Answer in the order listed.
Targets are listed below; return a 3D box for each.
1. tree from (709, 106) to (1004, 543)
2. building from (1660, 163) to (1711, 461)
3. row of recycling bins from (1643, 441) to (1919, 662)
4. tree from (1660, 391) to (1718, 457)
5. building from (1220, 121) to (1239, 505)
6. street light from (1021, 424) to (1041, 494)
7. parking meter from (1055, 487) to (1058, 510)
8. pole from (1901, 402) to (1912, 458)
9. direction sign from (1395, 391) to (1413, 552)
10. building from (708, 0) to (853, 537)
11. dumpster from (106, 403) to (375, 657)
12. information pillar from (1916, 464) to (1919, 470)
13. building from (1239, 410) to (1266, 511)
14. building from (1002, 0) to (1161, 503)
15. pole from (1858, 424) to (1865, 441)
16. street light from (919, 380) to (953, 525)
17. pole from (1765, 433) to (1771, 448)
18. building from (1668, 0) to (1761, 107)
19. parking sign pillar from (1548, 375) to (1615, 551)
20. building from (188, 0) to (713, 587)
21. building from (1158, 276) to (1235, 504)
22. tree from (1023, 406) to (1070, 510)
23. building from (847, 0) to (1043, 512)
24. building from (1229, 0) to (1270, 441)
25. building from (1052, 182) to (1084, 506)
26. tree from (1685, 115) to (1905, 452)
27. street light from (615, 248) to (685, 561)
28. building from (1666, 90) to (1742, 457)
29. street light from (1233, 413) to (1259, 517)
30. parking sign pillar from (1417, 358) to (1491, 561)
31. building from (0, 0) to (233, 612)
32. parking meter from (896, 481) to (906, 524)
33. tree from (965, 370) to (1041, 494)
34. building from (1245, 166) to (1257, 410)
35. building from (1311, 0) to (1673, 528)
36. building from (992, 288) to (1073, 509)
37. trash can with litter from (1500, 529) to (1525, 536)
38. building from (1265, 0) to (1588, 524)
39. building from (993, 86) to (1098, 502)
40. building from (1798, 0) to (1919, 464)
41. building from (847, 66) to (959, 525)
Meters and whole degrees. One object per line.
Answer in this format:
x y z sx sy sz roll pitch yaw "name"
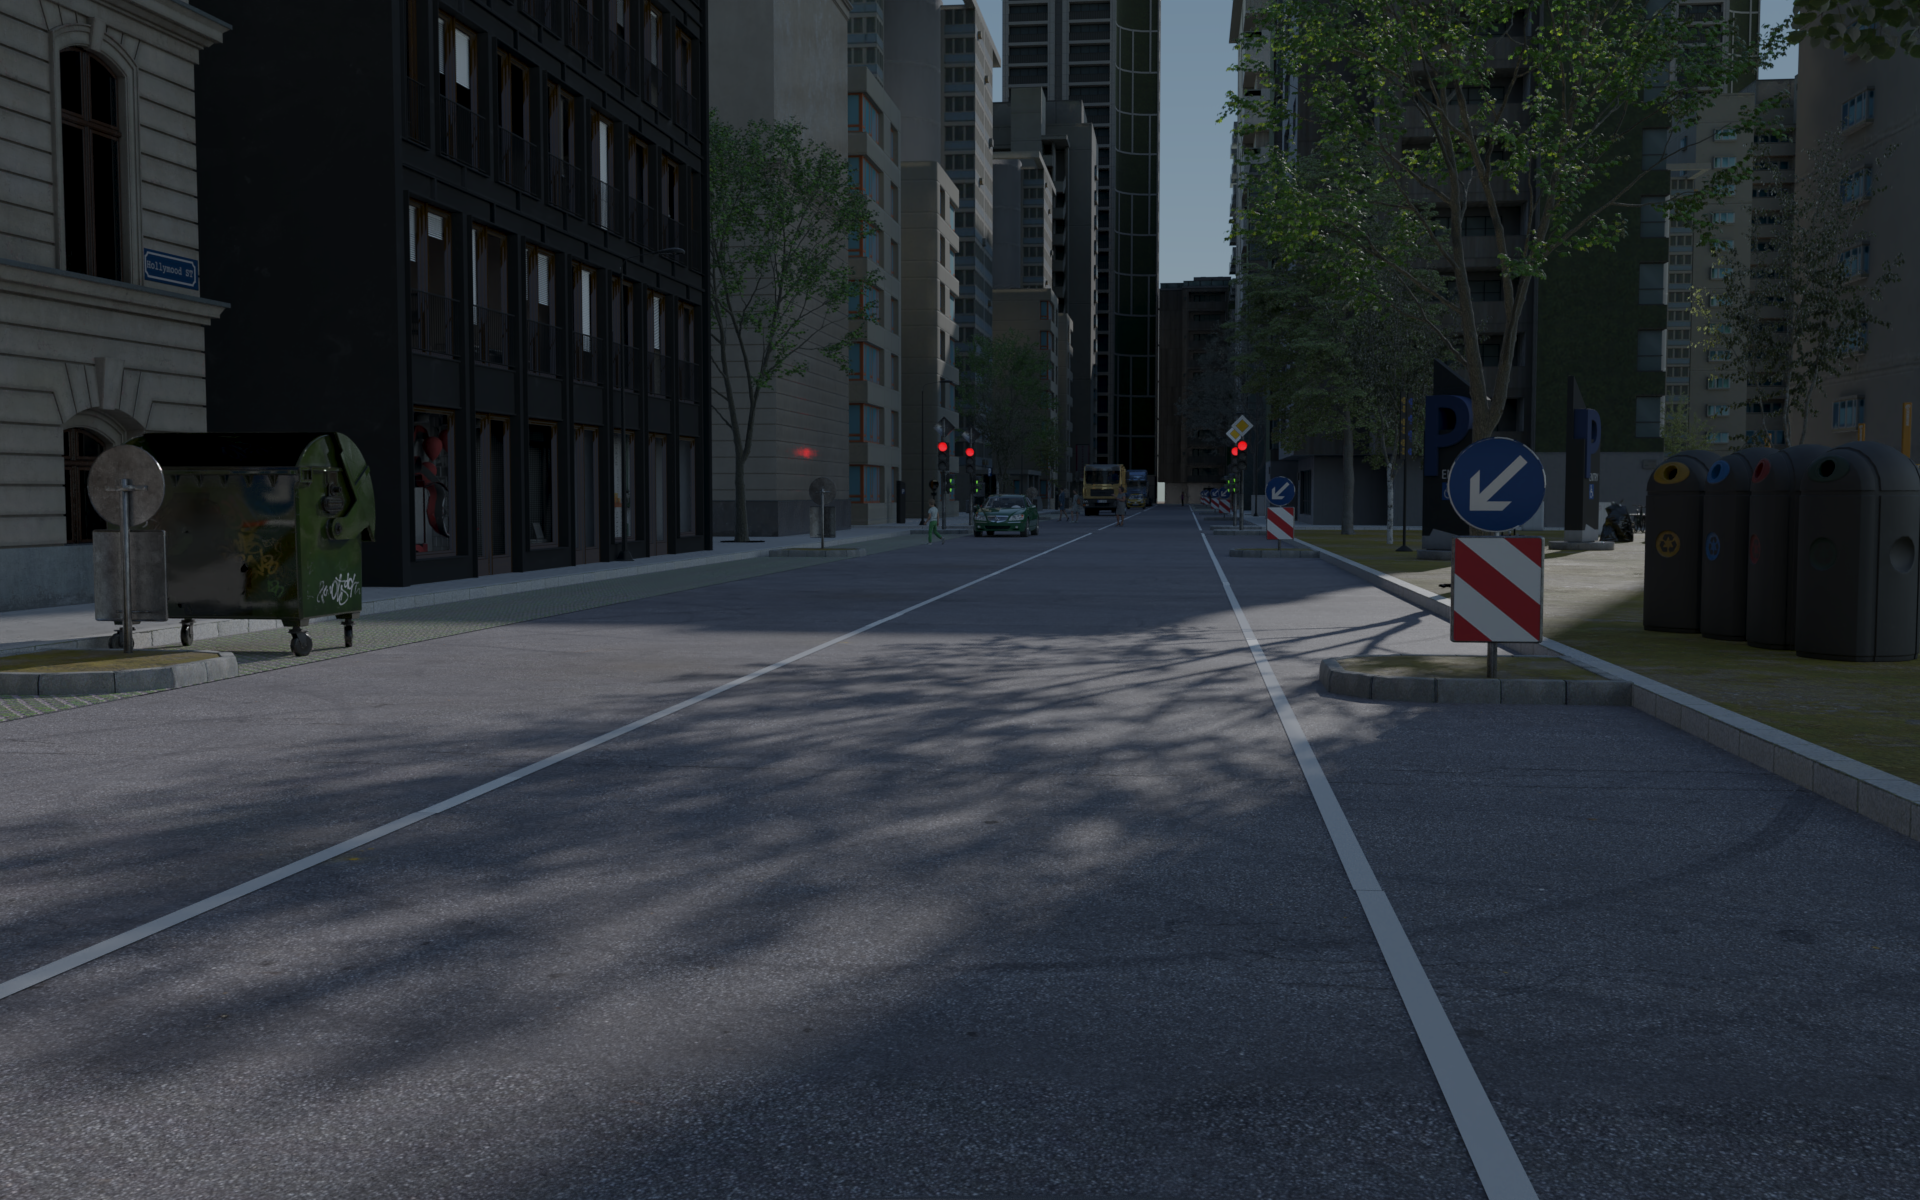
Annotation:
-5.740 -7.340 45.762 9.928 11.665 9.643 0 3 0 "tree"
68.558 -30.954 197.980 23.993 40.220 32.217 0 4 7 "building"
6.999 -0.476 14.903 1.069 1.692 3.534 0 4 -3 "row of recycling bins"
51.129 -10.544 122.757 4.737 8.622 4.395 0 3 0 "tree"
42.710 -35.603 201.716 23.786 49.044 30.456 0 4 7 "building"
4.626 -8.676 114.401 1.470 5.913 1.316 0 4 7 "street light"
7.763 -8.167 139.243 0.255 1.863 0.399 0 4 1 "parking meter"
21.087 -2.741 38.652 0.158 3.312 0.155 0 3 0 "pole"
9.927 -2.851 38.609 0.379 3.537 0.876 2 4 31 "direction sign"
-16.707 -15.962 58.245 25.104 27.353 12.463 0 4 7 "building"
-6.528 -0.656 15.672 1.985 2.255 1.502 0 4 8 "dumpster"
23.393 -2.330 42.585 0.304 2.012 0.304 3 4 36 "information pillar"
32.312 -49.668 124.740 22.319 86.520 31.000 0 4 7 "building"
16.808 -48.839 236.765 20.611 71.187 20.563 0 4 7 "building"
26.058 -3.444 50.146 0.158 3.312 0.155 0 3 0 "pole"
-0.989 -6.001 70.658 1.470 5.913 1.316 0 4 7 "street light"
27.190 -3.946 58.362 0.158 3.312 0.155 0 3 0 "pole"
93.157 -48.289 227.771 20.611 71.187 20.563 0 4 7 "building"
14.359 -3.146 39.914 1.447 3.967 1.447 3 4 35 "parking sign pillar"
-12.742 -12.357 31.712 12.332 23.373 15.834 0 4 7 "building"
33.697 -28.230 233.259 14.107 30.474 14.160 0 4 7 "building"
7.177 -11.739 142.287 4.737 8.622 4.395 0 3 0 "tree"
-10.458 -26.690 128.257 32.217 40.220 23.993 0 4 7 "building"
41.387 -35.662 172.314 28.713 52.752 27.495 0 4 7 "building"
-2.802 -30.316 187.549 32.217 40.220 23.993 0 4 7 "building"
16.696 -5.156 34.671 4.360 8.622 3.978 0 3 0 "tree"
-5.883 -3.692 32.900 1.470 5.913 1.316 0 4 7 "street light"
92.493 -35.237 199.825 21.600 48.544 21.300 0 4 7 "building"
16.349 -7.717 98.710 1.470 5.913 1.316 0 4 7 "street light"
9.713 -2.778 33.899 1.447 3.967 1.447 -2 4 -35 "parking sign pillar"
-17.137 -11.437 6.079 14.460 24.649 34.723 0 4 7 "building"
-2.565 -4.257 75.319 0.255 1.863 0.399 2 4 35 "parking meter"
2.466 -9.289 102.236 4.360 8.622 3.978 0 3 0 "tree"
32.329 -23.335 153.227 14.160 30.474 14.107 0 4 7 "building"
20.943 -18.436 73.133 14.107 30.474 14.160 0 4 7 "building"
-4.237 -19.367 161.689 27.650 21.520 28.899 0 4 7 "building"
15.770 -2.438 50.922 2.233 1.210 1.678 -2 4 -29 "trash can with litter"
22.782 -19.375 88.489 14.160 30.474 14.107 0 4 7 "building"
5.709 -35.931 211.168 21.600 48.544 21.300 0 4 7 "building"
46.712 -27.313 70.266 21.600 48.544 21.300 0 4 7 "building"
-15.628 -14.760 86.368 27.650 21.520 28.899 0 4 7 "building"
